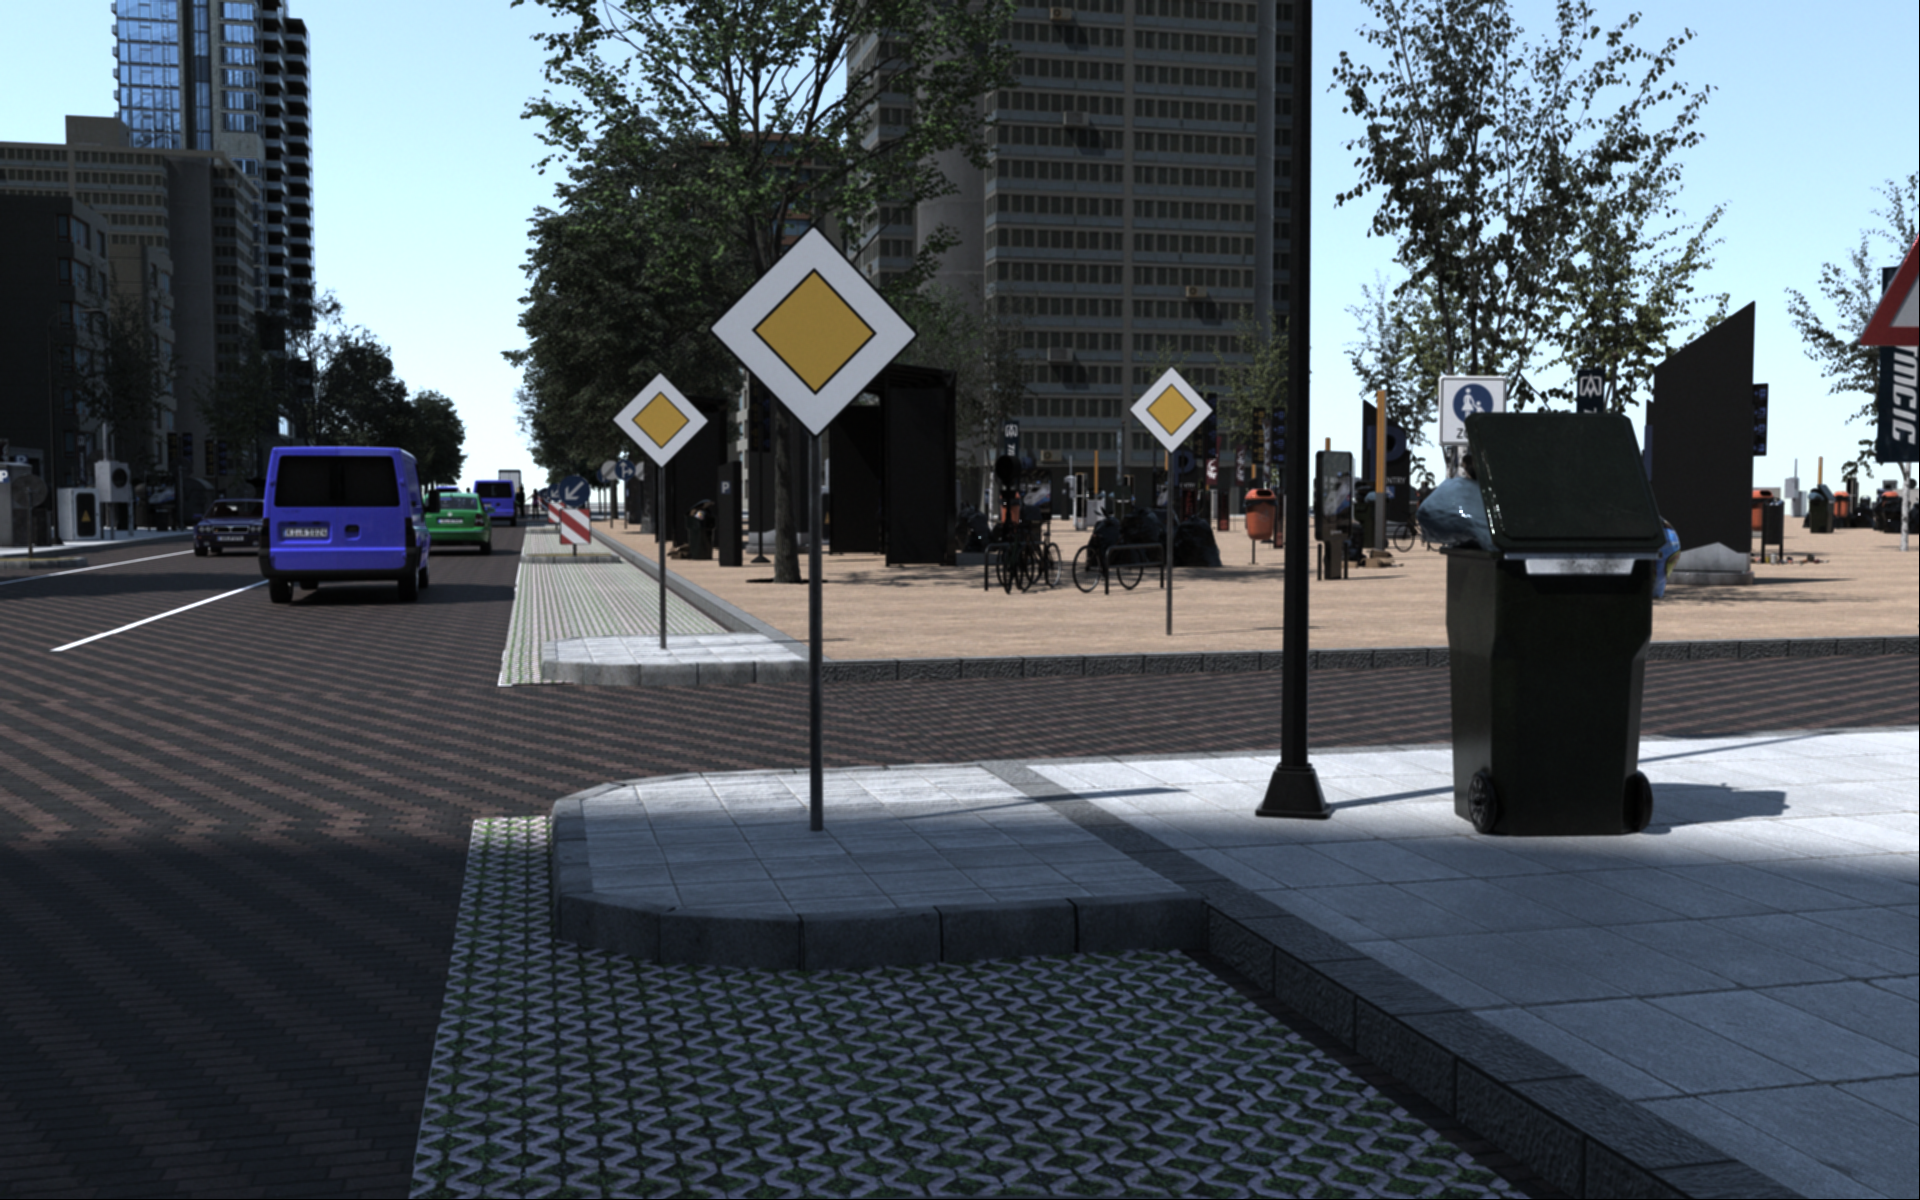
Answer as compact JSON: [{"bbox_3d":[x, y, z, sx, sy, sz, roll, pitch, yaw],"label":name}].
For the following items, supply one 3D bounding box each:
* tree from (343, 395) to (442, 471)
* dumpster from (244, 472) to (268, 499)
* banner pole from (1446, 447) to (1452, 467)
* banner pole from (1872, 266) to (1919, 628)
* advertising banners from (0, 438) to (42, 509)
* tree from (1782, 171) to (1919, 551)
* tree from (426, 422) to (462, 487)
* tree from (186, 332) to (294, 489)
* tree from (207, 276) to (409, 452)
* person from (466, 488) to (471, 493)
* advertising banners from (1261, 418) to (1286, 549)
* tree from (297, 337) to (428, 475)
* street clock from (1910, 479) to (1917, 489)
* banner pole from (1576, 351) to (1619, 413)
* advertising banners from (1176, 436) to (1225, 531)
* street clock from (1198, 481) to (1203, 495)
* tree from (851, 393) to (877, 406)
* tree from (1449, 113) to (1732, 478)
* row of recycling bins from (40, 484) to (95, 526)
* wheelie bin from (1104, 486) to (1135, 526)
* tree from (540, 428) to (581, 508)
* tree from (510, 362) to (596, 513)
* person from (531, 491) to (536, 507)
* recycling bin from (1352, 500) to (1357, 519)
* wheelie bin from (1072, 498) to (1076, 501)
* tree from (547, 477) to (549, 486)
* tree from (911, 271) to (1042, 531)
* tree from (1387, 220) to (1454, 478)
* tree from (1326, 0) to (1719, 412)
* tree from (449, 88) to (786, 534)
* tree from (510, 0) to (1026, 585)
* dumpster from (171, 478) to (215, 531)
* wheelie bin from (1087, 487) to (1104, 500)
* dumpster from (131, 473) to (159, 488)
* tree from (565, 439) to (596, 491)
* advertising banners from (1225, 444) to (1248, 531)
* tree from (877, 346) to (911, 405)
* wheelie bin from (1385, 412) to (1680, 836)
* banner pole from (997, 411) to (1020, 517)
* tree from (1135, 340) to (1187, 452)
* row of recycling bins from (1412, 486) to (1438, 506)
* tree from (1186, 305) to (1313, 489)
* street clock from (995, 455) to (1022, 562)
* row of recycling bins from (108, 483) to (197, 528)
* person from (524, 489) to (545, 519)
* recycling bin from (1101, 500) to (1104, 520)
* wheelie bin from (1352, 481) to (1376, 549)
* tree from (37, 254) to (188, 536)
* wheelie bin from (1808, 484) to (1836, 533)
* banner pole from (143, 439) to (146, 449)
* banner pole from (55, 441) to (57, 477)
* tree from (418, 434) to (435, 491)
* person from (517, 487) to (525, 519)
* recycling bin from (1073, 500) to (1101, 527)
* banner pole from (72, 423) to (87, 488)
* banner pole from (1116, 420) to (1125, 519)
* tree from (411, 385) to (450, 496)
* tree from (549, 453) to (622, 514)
[{"bbox_3d":[-51.529,-13.664,157.814,7.601,10.594,8.767,1,4,13],"label":"tree"},{"bbox_3d":[-25.574,-3.636,64.401,1.985,2.255,1.502,-1,4,-16],"label":"dumpster"},{"bbox_3d":[22.835,-5.528,80.396,0.401,3.779,0.863,-2,4,-29],"label":"banner pole"},{"bbox_3d":[9.234,-1.627,16.625,0.863,3.779,0.401,3,5,43],"label":"banner pole"},{"bbox_3d":[-29.378,-3.544,54.139,2.074,3.025,0.090,2,4,30],"label":"advertising banners"},{"bbox_3d":[21.083,-5.411,38.838,4.360,8.622,3.978,0,3,0],"label":"tree"},{"bbox_3d":[-72.596,-19.614,238.817,7.486,12.596,7.792,0,3,0],"label":"tree"},{"bbox_3d":[-32.308,-7.813,78.112,4.737,8.622,4.395,0,3,0],"label":"tree"},{"bbox_3d":[-36.376,-11.432,97.281,12.009,13.543,11.850,0,3,0],"label":"tree"},{"bbox_3d":[-28.788,-5.674,101.367,0.705,1.812,1.348,2,4,28],"label":"person"},{"bbox_3d":[7.548,-2.733,40.874,0.090,3.025,2.074,2,4,35],"label":"advertising banners"},{"bbox_3d":[-43.188,-12.727,125.100,9.611,12.733,9.660,0,3,0],"label":"tree"},{"bbox_3d":[44.870,-4.724,81.811,0.471,2.002,0.358,0,3,0],"label":"street clock"},{"bbox_3d":[11.275,-2.480,30.566,0.863,3.779,0.401,1,4,14],"label":"banner pole"},{"bbox_3d":[6.901,-3.435,52.354,2.074,3.025,0.090,2,4,24],"label":"advertising banners"},{"bbox_3d":[13.224,-5.563,95.520,0.471,2.002,0.358,2,4,28],"label":"street clock"},{"bbox_3d":[-4.341,-7.712,76.445,4.360,8.622,3.978,0,3,0],"label":"tree"},{"bbox_3d":[13.027,-5.153,34.620,4.737,8.622,4.395,0,3,0],"label":"tree"},{"bbox_3d":[-35.745,-3.778,68.885,3.534,1.692,1.069,0,4,7],"label":"row of recycling bins"},{"bbox_3d":[5.965,-3.436,64.085,0.980,1.594,0.693,0,4,-2],"label":"wheelie bin"},{"bbox_3d":[-31.458,-12.838,144.318,7.601,10.594,8.767,1,4,11],"label":"tree"},{"bbox_3d":[-26.120,-12.768,119.122,12.009,13.543,11.850,0,3,0],"label":"tree"},{"bbox_3d":[-45.694,-10.846,185.920,0.705,1.812,1.348,0,4,5],"label":"person"},{"bbox_3d":[16.310,-3.608,71.542,0.722,1.027,0.722,-1,4,-10],"label":"recycling bin"},{"bbox_3d":[6.291,-5.058,90.612,0.693,1.594,0.980,-1,4,-21],"label":"wheelie bin"},{"bbox_3d":[-45.671,-13.136,198.484,4.285,4.588,4.351,0,3,0],"label":"tree"},{"bbox_3d":[0.954,-6.556,57.556,4.360,8.622,3.978,0,3,0],"label":"tree"},{"bbox_3d":[12.522,-5.710,43.714,4.737,8.622,4.395,0,3,0],"label":"tree"},{"bbox_3d":[5.930,-4.241,19.704,4.360,8.622,3.978,0,3,0],"label":"tree"},{"bbox_3d":[-10.018,-9.087,55.234,9.857,13.997,8.962,0,3,0],"label":"tree"},{"bbox_3d":[-2.652,-6.055,24.752,9.928,11.665,9.643,0,3,0],"label":"tree"},{"bbox_3d":[-27.208,-3.400,61.355,1.264,1.857,1.865,-1,4,-14],"label":"dumpster"},{"bbox_3d":[6.435,-4.539,82.126,0.980,1.594,0.693,0,4,2],"label":"wheelie bin"},{"bbox_3d":[-34.579,-4.344,73.521,1.502,2.255,1.985,-1,4,-14],"label":"dumpster"},{"bbox_3d":[-33.307,-12.391,152.954,4.360,8.622,3.978,0,3,0],"label":"tree"},{"bbox_3d":[9.124,-3.909,60.098,2.074,3.025,0.090,-2,4,-27],"label":"advertising banners"},{"bbox_3d":[-0.830,-7.301,69.741,4.360,8.622,3.978,0,3,0],"label":"tree"},{"bbox_3d":[2.234,0.073,6.712,0.980,1.594,0.693,0,4,-3],"label":"wheelie bin"},{"bbox_3d":[1.394,-3.785,51.899,0.863,3.779,0.401,1,4,23],"label":"banner pole"},{"bbox_3d":[10.206,-8.082,82.499,4.737,8.622,4.395,0,3,0],"label":"tree"},{"bbox_3d":[24.513,-5.241,92.796,3.534,1.692,1.069,-1,4,-20],"label":"row of recycling bins"},{"bbox_3d":[11.721,-7.109,66.589,4.737,8.622,4.395,0,3,0],"label":"tree"},{"bbox_3d":[0.899,-1.684,32.110,0.471,2.002,0.358,3,5,44],"label":"street clock"},{"bbox_3d":[-31.163,-3.680,67.284,3.534,1.692,1.069,-2,4,-25],"label":"row of recycling bins"},{"bbox_3d":[-24.020,-5.426,97.891,1.217,1.739,0.721,-2,4,-31],"label":"person"},{"bbox_3d":[5.792,-3.754,73.935,0.722,1.027,0.722,0,4,3],"label":"recycling bin"},{"bbox_3d":[9.703,-2.015,40.852,0.693,1.594,0.980,-2,4,-28],"label":"wheelie bin"},{"bbox_3d":[-25.524,-6.265,52.795,4.360,8.622,3.978,0,3,0],"label":"tree"},{"bbox_3d":[28.151,-2.980,56.636,0.980,1.594,0.693,-3,5,-41],"label":"wheelie bin"},{"bbox_3d":[-37.519,-5.481,79.635,0.401,3.779,0.863,-3,5,-45],"label":"banner pole"},{"bbox_3d":[-42.492,-5.591,81.435,0.401,3.779,0.863,-2,4,-27],"label":"banner pole"},{"bbox_3d":[-54.966,-13.637,173.329,4.737,8.622,4.395,0,3,0],"label":"tree"},{"bbox_3d":[-25.561,-5.676,100.938,0.705,1.869,1.348,-2,4,-28],"label":"person"},{"bbox_3d":[4.931,-3.397,68.087,0.722,1.027,0.722,-2,4,-28],"label":"recycling bin"},{"bbox_3d":[-31.157,-4.360,61.299,0.401,3.779,0.863,0,4,7],"label":"banner pole"},{"bbox_3d":[5.421,-4.183,58.407,0.401,3.779,0.863,2,4,26],"label":"banner pole"},{"bbox_3d":[-63.153,-18.233,204.770,9.857,13.997,8.962,0,3,0],"label":"tree"},{"bbox_3d":[-22.871,-7.739,110.250,4.285,4.588,4.351,0,3,0],"label":"tree"}]
